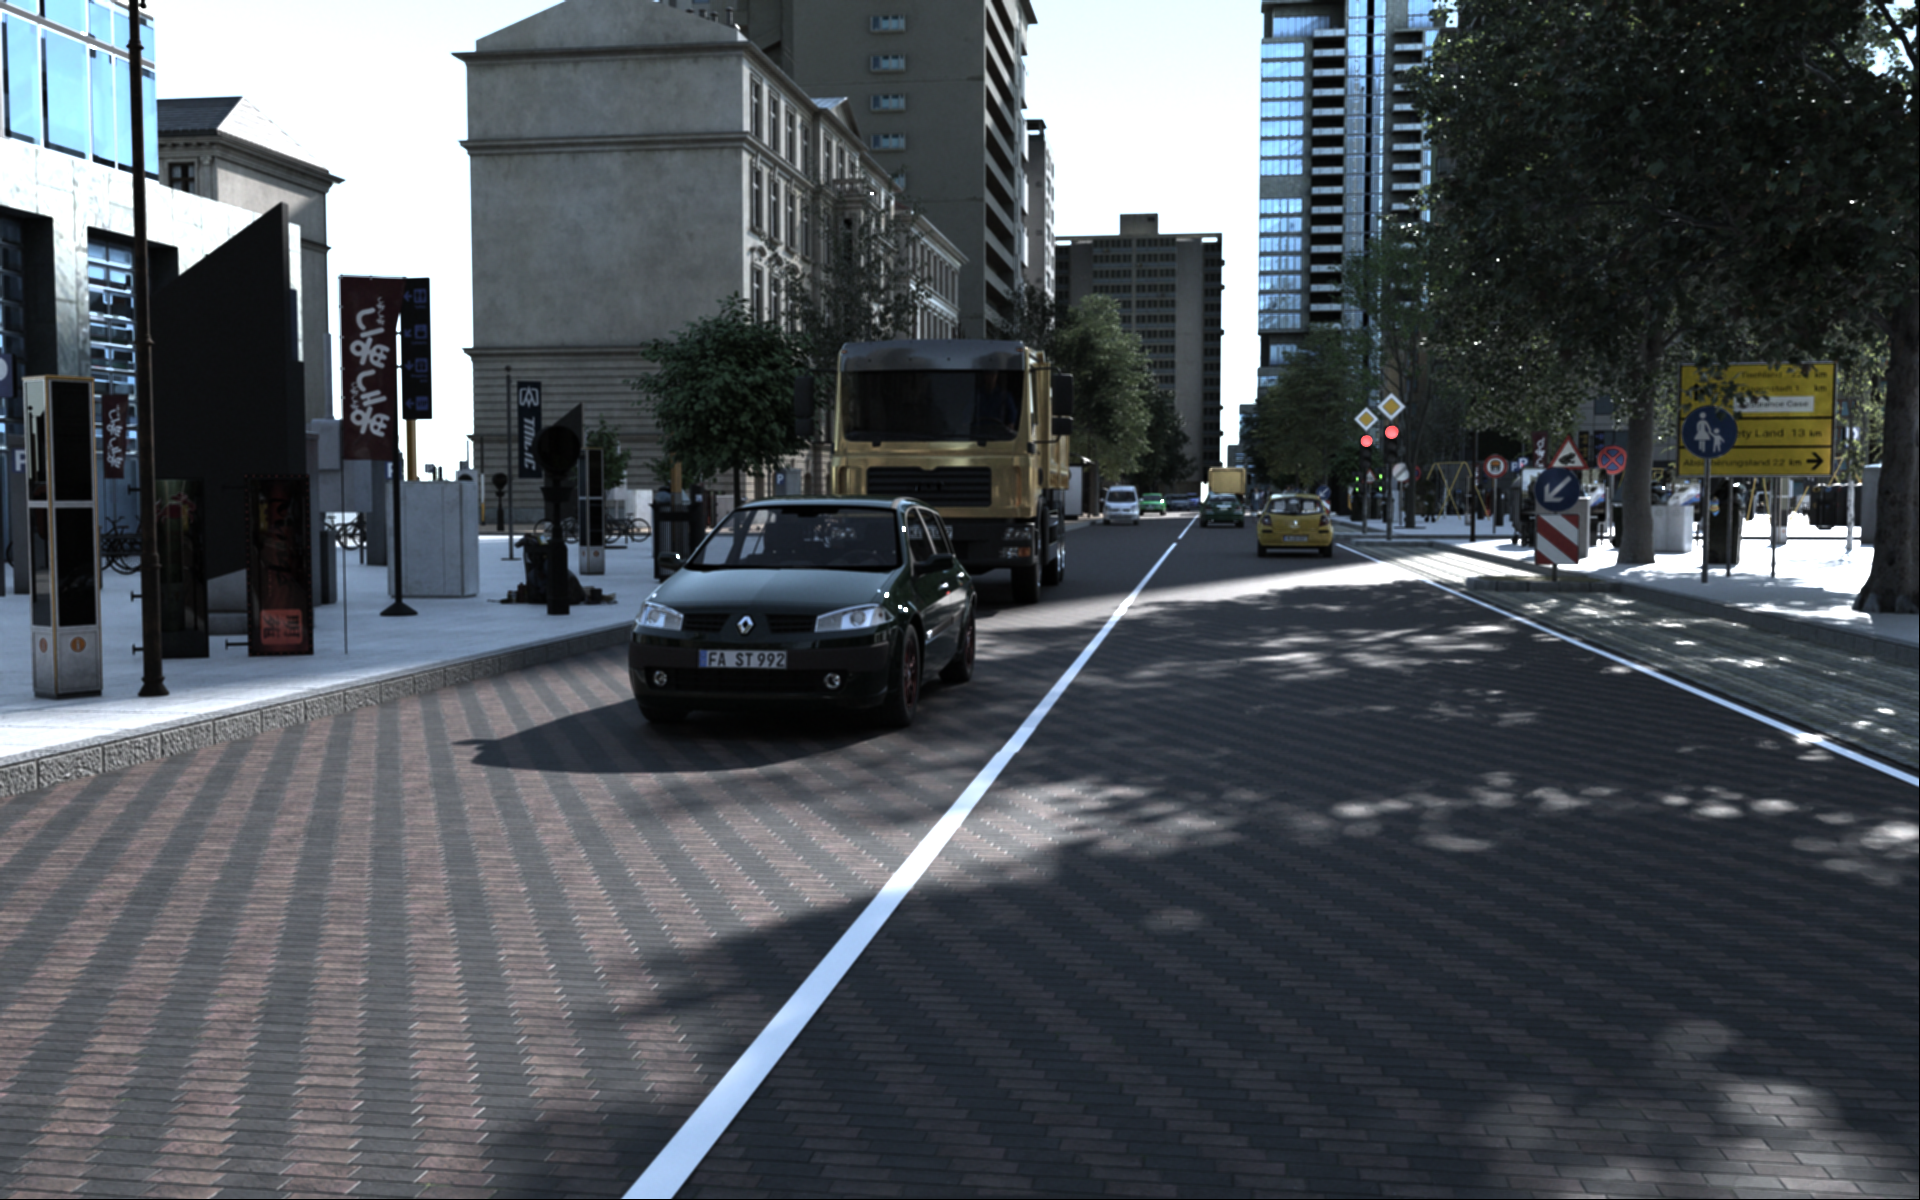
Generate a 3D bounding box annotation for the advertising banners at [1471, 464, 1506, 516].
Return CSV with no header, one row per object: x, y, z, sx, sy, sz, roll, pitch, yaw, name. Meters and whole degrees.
30.298,-6.307,99.309,2.074,3.025,0.090,0,4,-3,advertising banners

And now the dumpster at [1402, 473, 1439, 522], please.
20.968,-4.680,79.005,1.502,2.255,1.985,1,4,8,dumpster

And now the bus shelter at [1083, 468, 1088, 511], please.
9.132,-8.276,126.597,1.731,3.624,6.357,1,4,8,bus shelter

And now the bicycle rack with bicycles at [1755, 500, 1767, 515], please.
47.976,-5.626,105.361,2.925,0.926,2.852,-2,4,-33,bicycle rack with bicycles

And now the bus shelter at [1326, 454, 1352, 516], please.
22.889,-6.855,103.358,1.731,3.624,6.357,1,4,8,bus shelter

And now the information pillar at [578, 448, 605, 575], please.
-5.859,-1.409,27.522,0.304,2.012,0.304,-3,5,-40,information pillar

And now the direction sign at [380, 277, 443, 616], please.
-5.955,-1.607,18.275,0.876,3.537,0.379,1,4,15,direction sign

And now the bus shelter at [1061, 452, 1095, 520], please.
5.553,-5.669,86.613,2.014,3.302,5.546,1,4,8,bus shelter

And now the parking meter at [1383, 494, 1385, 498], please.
23.654,-5.516,95.900,0.399,1.863,0.255,-1,4,-22,parking meter

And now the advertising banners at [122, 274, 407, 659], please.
-5.419,-1.068,13.655,2.074,3.025,0.090,-1,4,-18,advertising banners

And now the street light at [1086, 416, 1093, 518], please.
6.887,-7.320,92.475,0.468,5.910,1.993,1,4,8,street light

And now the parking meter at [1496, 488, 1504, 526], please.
21.603,-3.731,69.420,0.372,1.533,0.369,0,3,0,parking meter

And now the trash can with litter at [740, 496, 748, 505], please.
-7.361,-3.049,60.911,1.678,1.210,2.233,2,4,24,trash can with litter

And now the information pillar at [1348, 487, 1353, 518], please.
21.360,-6.295,94.273,0.504,3.616,0.183,-1,4,-18,information pillar

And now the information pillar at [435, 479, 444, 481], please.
-24.952,-4.807,83.083,0.304,2.012,0.304,-3,5,-41,information pillar

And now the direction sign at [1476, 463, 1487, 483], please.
37.620,-8.139,125.068,0.876,3.537,0.379,1,4,17,direction sign

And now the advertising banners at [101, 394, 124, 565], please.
-15.565,-2.101,30.547,2.074,3.025,0.090,1,4,9,advertising banners

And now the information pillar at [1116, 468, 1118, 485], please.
10.962,-7.923,120.892,0.183,3.616,0.504,0,4,4,information pillar

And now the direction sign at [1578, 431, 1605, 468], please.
22.644,-4.293,62.191,0.876,3.537,0.379,2,4,29,direction sign

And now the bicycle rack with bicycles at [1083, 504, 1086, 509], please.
6.880,-6.009,111.632,2.852,0.926,2.925,-2,4,-34,bicycle rack with bicycles

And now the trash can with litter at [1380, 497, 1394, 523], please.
19.041,-4.029,77.254,0.624,1.170,1.055,1,4,14,trash can with litter

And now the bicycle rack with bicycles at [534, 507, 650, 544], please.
-9.723,-1.965,45.504,2.925,0.926,2.852,0,4,-4,bicycle rack with bicycles

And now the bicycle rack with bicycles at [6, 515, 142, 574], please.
-13.985,-0.907,28.212,2.925,0.926,2.852,-1,4,-10,bicycle rack with bicycles

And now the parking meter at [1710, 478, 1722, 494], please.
19.492,-2.384,44.682,0.255,1.863,0.399,3,5,44,parking meter

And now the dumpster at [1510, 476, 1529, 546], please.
14.537,-2.296,43.296,1.264,1.857,1.865,1,4,8,dumpster

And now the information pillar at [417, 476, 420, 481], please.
-22.564,-4.122,71.882,0.304,2.012,0.304,-1,4,-10,information pillar

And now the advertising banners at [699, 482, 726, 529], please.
-9.952,-4.464,69.181,0.090,3.025,2.074,-3,5,-39,advertising banners

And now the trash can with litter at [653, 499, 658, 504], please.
-12.219,-3.614,70.482,1.055,1.170,0.624,0,4,-6,trash can with litter

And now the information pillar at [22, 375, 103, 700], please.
-5.653,-0.393,10.916,0.304,2.012,0.304,3,4,36,information pillar

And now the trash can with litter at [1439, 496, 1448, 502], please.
30.751,-6.100,111.120,1.055,1.170,0.624,1,4,21,trash can with litter

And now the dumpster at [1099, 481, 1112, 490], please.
10.357,-7.403,123.527,1.502,2.255,1.985,1,4,8,dumpster

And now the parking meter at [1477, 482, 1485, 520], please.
26.246,-4.987,87.250,0.255,1.863,0.399,3,4,37,parking meter

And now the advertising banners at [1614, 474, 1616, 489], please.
39.331,-6.504,102.523,0.090,3.025,2.074,-3,5,-45,advertising banners

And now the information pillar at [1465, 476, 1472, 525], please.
20.900,-4.069,71.024,0.304,2.012,0.304,0,4,1,information pillar

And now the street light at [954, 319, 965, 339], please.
-0.014,-4.474,45.945,0.468,5.910,1.993,1,4,8,street light

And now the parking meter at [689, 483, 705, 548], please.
-6.306,-2.030,41.605,0.372,1.533,0.369,0,3,0,parking meter

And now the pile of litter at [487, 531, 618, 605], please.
-4.825,-0.402,20.531,1.719,0.858,1.176,3,5,41,pile of litter

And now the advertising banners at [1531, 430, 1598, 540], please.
16.468,-3.122,47.240,0.090,3.025,2.074,-3,4,-38,advertising banners

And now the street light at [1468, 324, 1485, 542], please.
13.758,-4.497,46.307,0.468,5.910,1.993,1,4,8,street light

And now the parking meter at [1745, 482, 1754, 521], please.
38.008,-4.750,83.372,0.255,1.863,0.399,0,4,1,parking meter

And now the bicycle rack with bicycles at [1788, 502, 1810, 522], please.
39.967,-4.140,81.064,2.852,0.926,2.925,1,4,22,bicycle rack with bicycles

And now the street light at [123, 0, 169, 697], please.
-5.144,-2.329,10.869,0.468,5.910,1.993,1,4,8,street light

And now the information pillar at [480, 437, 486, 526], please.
-19.502,-4.858,70.775,0.183,3.616,0.504,-1,4,-10,information pillar

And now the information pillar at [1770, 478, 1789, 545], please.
20.851,-2.420,44.060,0.304,2.012,0.304,-2,4,-25,information pillar

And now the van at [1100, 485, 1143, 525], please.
7.566,-4.526,81.017,2.013,2.044,4.112,0,4,7,van

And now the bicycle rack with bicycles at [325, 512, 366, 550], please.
-13.629,-1.641,40.206,2.925,0.926,2.852,-1,4,-10,bicycle rack with bicycles

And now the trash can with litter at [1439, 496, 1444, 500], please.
32.682,-6.558,118.279,1.678,1.210,2.233,-3,4,-38,trash can with litter

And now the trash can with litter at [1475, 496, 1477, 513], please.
35.473,-6.533,117.871,2.233,1.210,1.678,0,4,1,trash can with litter
